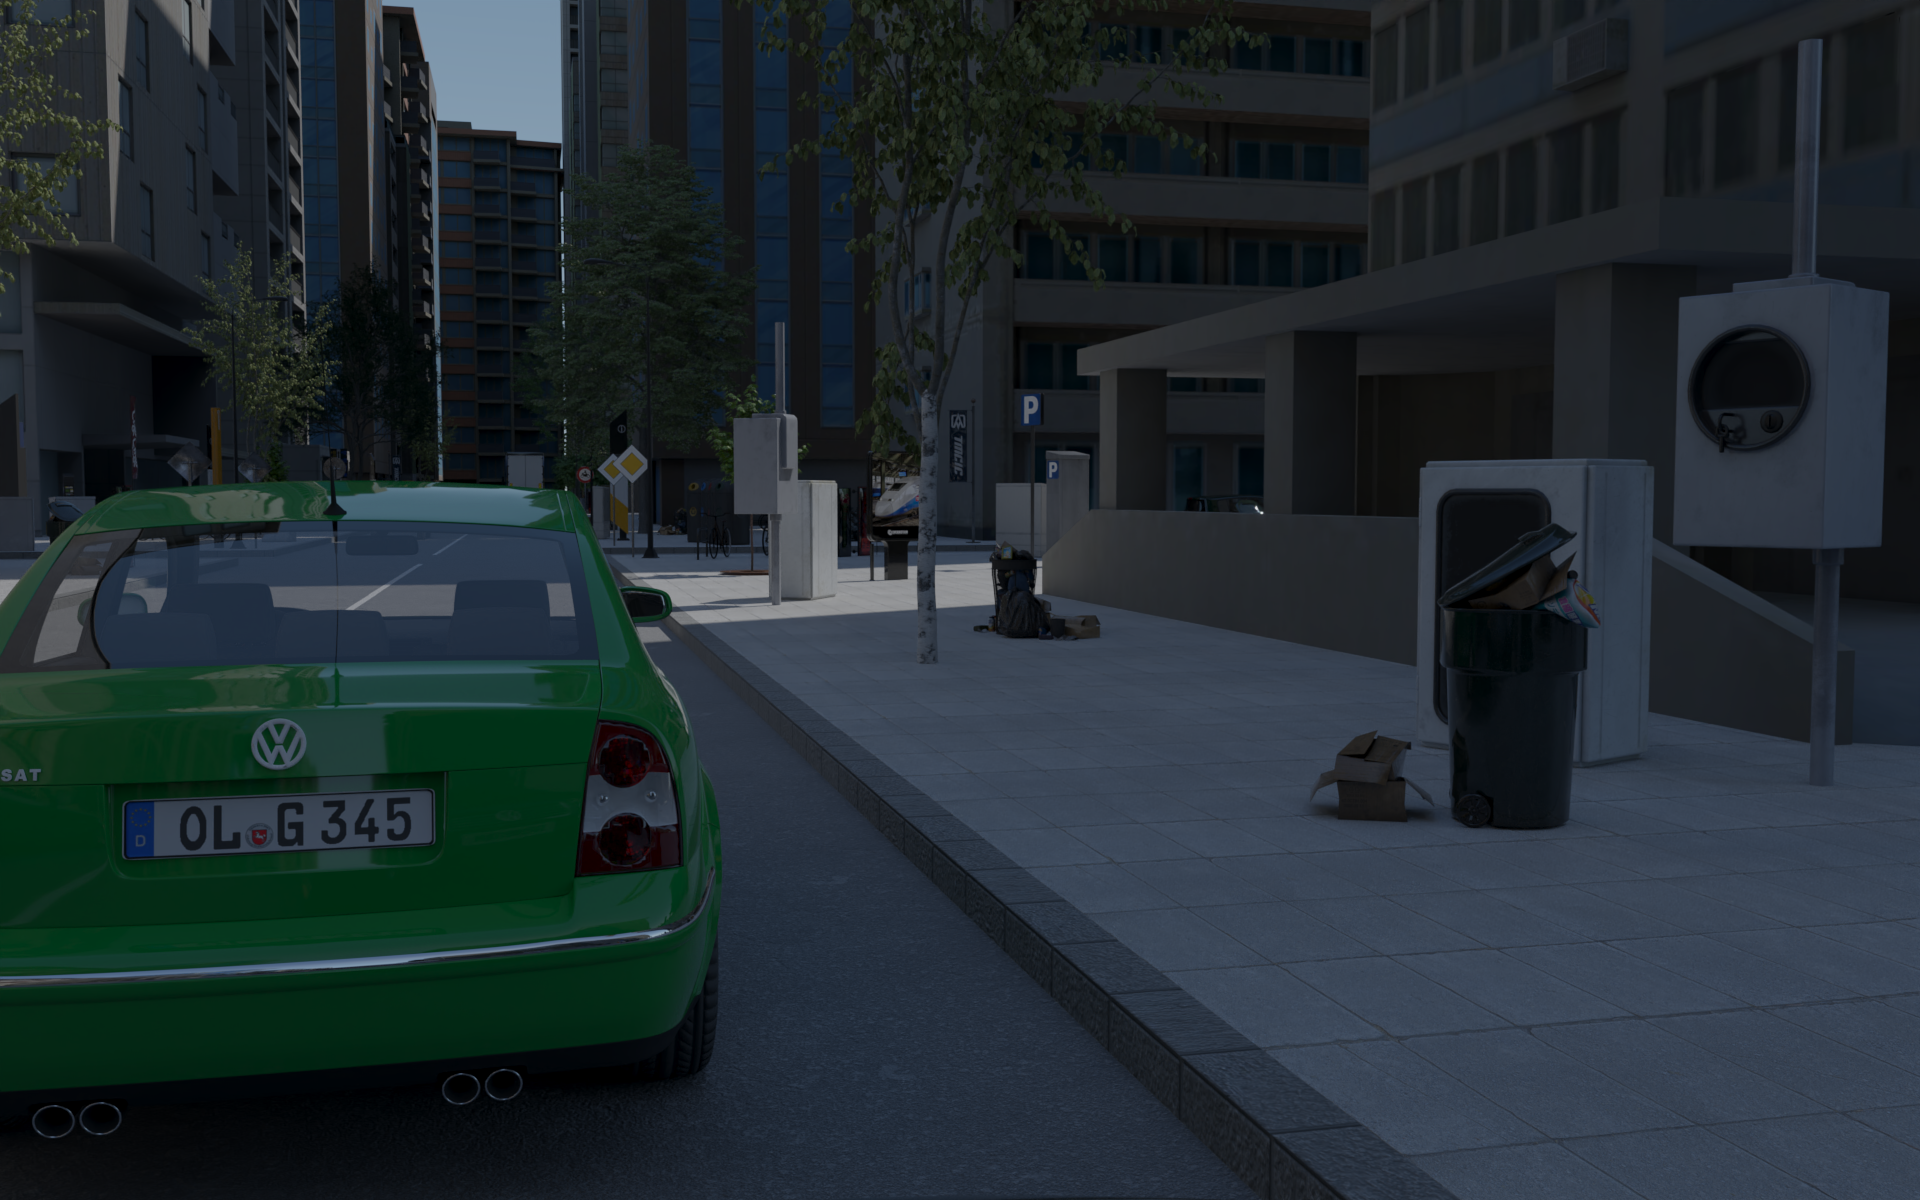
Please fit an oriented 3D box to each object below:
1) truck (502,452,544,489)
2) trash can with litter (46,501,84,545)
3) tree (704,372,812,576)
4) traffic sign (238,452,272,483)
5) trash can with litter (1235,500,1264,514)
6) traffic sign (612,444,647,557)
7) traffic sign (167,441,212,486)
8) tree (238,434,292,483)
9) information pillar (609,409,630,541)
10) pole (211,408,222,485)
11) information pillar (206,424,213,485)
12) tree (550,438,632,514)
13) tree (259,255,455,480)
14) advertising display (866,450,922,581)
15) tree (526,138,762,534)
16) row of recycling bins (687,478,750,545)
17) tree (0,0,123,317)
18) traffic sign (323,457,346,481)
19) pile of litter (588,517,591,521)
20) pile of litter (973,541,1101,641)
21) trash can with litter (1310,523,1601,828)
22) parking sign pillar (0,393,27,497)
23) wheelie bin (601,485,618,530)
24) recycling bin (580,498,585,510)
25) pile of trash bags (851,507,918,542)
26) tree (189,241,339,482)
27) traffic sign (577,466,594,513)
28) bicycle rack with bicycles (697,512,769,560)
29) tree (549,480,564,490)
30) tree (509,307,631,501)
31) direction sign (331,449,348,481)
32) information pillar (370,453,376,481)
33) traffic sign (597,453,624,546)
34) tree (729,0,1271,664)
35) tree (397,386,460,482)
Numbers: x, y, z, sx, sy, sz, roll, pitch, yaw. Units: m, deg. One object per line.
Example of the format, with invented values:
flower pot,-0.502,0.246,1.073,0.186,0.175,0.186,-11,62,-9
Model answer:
truck,-30.614,-8.108,121.476,2.839,4.237,11.283,-1,4,-15
trash can with litter,-14.070,-0.994,27.637,1.055,1.170,0.624,2,4,31
tree,-3.192,-2.020,27.634,1.663,3.219,1.824,0,3,0
traffic sign,-16.607,-2.273,40.805,0.795,2.450,0.064,-1,4,-14
trash can with litter,5.579,-1.298,32.615,0.624,1.170,1.055,-1,4,-13
traffic sign,-6.625,-1.920,35.029,0.795,2.450,0.064,-1,4,-14
traffic sign,-14.680,-1.799,33.055,0.795,2.450,0.064,-1,4,-14
tree,-21.870,-3.709,55.241,1.663,3.219,1.824,0,3,0
information pillar,-9.355,-3.438,47.568,0.504,3.616,0.183,-1,4,-15
pole,-17.586,-2.885,41.013,0.158,3.312,0.155,0,3,0
information pillar,-25.276,-4.110,58.555,0.183,3.616,0.504,0,4,5
tree,-17.085,-6.133,83.996,4.285,4.588,4.351,0,3,0
tree,-23.544,-8.122,67.201,7.601,10.594,8.767,0,4,2
advertising display,-0.957,-1.266,25.909,0.974,1.923,0.123,-2,4,-35
tree,-9.842,-8.420,55.788,7.486,12.596,7.792,0,3,0
row of recycling bins,-6.237,-2.307,44.829,1.069,1.692,3.534,-2,4,-23
tree,-12.844,-4.358,21.619,4.737,8.622,4.395,0,3,0
traffic sign,-21.613,-3.656,59.876,0.768,2.556,0.104,0,4,-6
pile of litter,-15.670,-3.712,74.653,1.719,0.858,1.176,0,4,7
pile of litter,0.719,-0.123,15.968,1.176,0.858,1.719,0,4,-2
trash can with litter,1.914,0.282,6.778,1.055,1.170,0.624,1,4,12
parking sign pillar,-25.907,-3.559,46.670,1.447,3.967,1.447,0,4,2
wheelie bin,-12.589,-3.296,61.798,0.980,1.594,0.693,1,4,22
recycling bin,-22.911,-5.581,103.804,0.722,1.027,0.722,0,4,6
pile of trash bags,-2.785,-2.253,46.583,3.447,1.369,1.912,-3,5,-44
tree,-20.773,-6.189,51.547,4.737,8.622,4.395,0,3,0
traffic sign,-17.202,-4.860,79.562,0.768,2.556,0.104,0,4,-8
bicycle rack with bicycles,-4.128,-1.305,34.724,2.852,0.926,2.925,0,4,-2
tree,-42.759,-11.644,184.985,1.663,3.219,1.824,0,3,0
tree,-20.549,-10.260,93.502,9.928,11.665,9.643,0,3,0
direction sign,-30.891,-5.761,86.191,0.876,3.537,0.379,0,4,5
information pillar,-33.666,-6.606,99.364,0.183,3.616,0.504,-3,5,-44
traffic sign,-8.552,-2.394,42.779,0.795,2.450,0.064,-1,4,-14
tree,-0.061,-3.834,13.048,4.737,8.622,4.395,0,3,0
tree,-35.871,-10.132,116.028,4.737,8.622,4.395,0,3,0
